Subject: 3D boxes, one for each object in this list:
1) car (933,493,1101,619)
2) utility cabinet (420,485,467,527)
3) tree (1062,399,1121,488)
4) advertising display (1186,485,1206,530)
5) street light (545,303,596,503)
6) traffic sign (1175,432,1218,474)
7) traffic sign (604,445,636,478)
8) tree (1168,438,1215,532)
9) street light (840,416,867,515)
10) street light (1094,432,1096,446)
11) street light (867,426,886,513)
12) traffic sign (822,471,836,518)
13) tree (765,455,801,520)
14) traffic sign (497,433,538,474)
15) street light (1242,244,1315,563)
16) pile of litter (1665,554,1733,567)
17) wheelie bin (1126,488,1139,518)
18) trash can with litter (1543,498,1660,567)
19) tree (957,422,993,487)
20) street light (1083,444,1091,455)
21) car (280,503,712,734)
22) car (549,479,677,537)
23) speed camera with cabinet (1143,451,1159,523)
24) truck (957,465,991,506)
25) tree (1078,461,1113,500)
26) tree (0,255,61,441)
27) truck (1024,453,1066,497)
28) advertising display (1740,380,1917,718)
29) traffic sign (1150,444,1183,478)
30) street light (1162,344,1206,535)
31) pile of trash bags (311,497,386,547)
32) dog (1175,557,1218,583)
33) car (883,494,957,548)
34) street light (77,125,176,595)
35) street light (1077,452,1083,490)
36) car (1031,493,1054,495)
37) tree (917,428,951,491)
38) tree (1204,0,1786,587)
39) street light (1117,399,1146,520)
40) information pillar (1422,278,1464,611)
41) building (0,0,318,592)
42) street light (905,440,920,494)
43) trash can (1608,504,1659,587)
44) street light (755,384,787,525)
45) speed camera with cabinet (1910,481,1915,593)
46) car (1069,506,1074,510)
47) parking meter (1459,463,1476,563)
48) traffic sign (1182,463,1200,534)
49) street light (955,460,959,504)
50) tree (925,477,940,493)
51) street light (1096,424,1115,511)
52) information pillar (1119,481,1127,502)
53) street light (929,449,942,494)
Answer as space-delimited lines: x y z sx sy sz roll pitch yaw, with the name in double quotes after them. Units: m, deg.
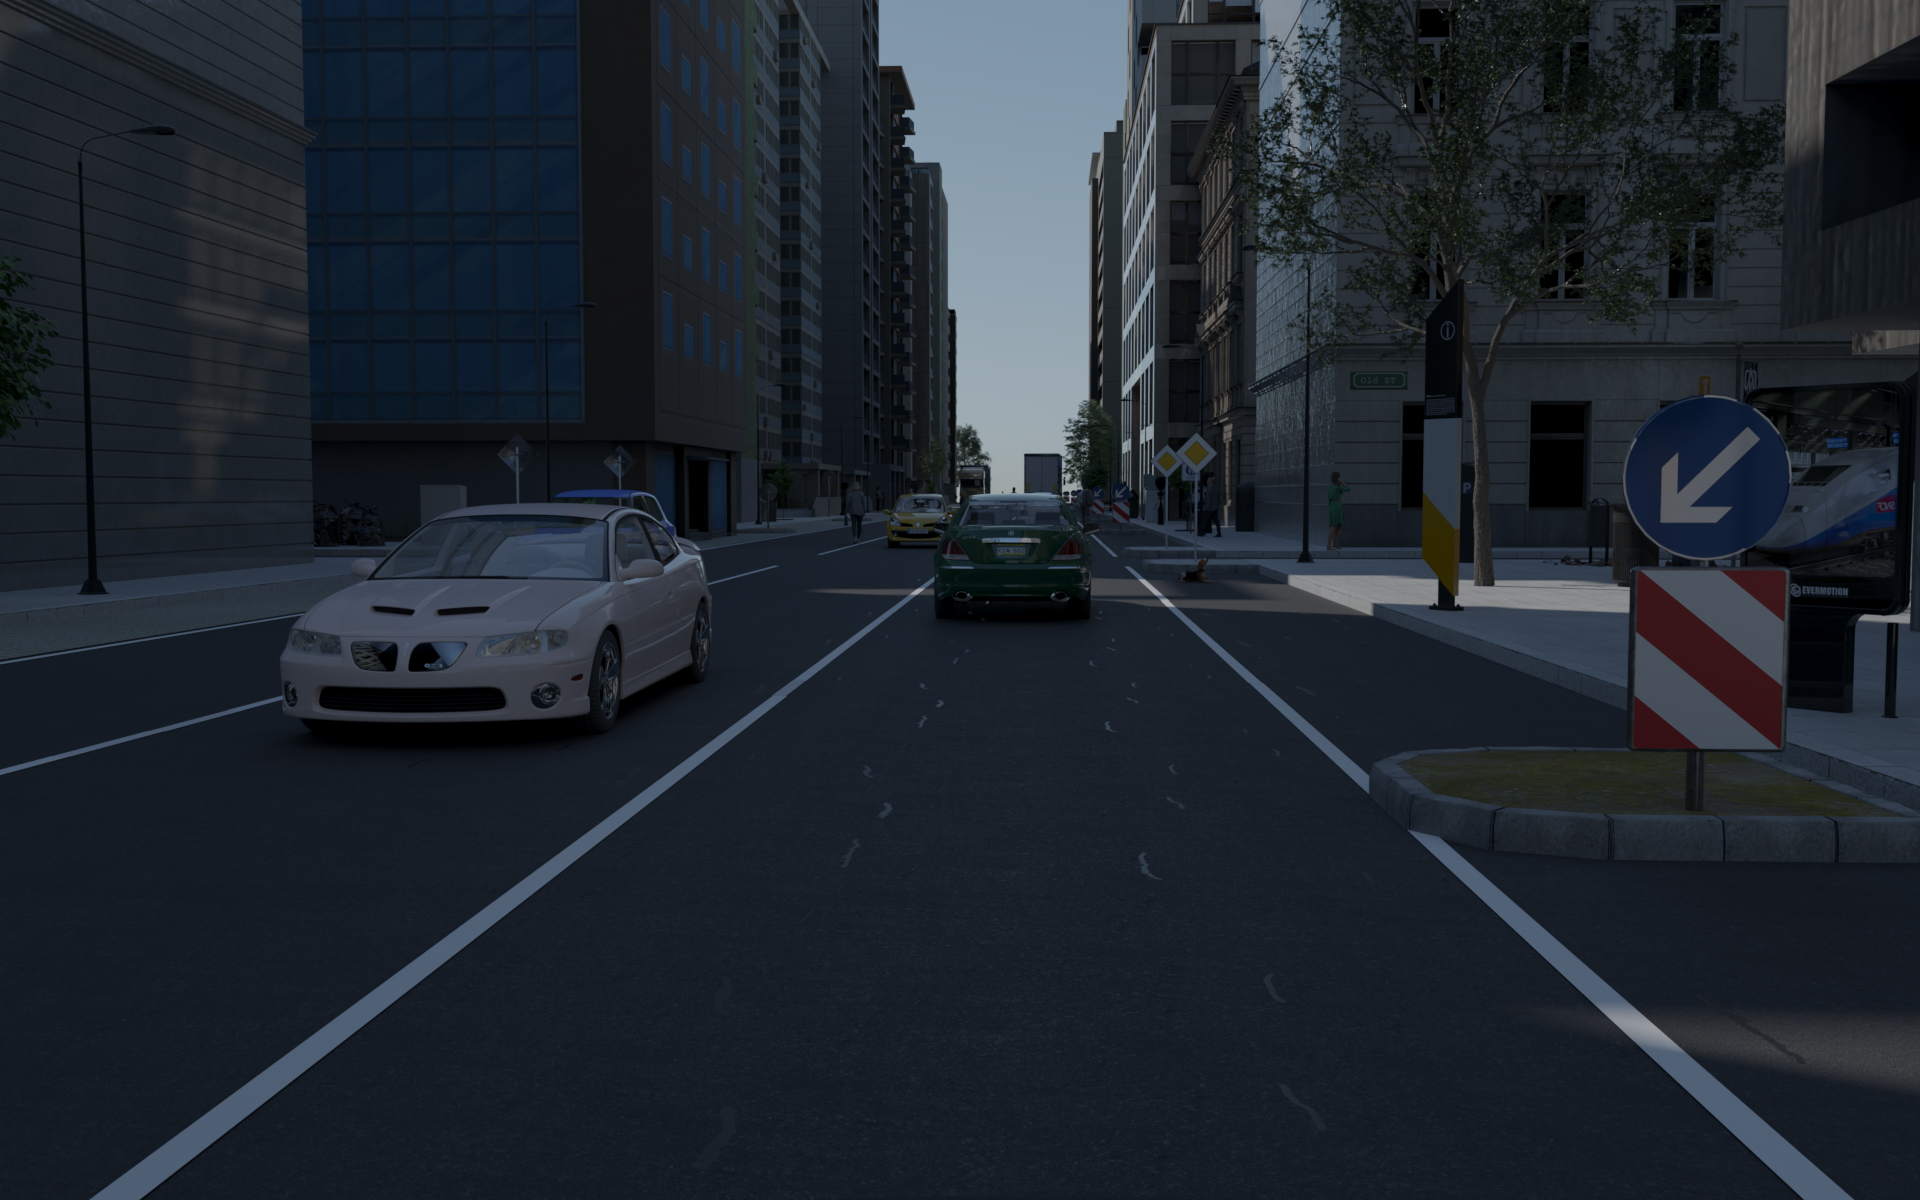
0.686 -0.586 21.384 2.131 1.459 4.920 0 4 3 "car"
-12.848 -2.108 43.142 1.173 1.500 0.318 1 4 21 "utility cabinet"
15.813 -17.672 207.060 7.486 12.596 7.792 0 3 0 "tree"
8.650 -3.512 62.635 0.974 1.923 0.123 0 4 -2 "advertising display"
-9.510 -4.258 42.167 1.470 5.913 1.316 0 4 3 "street light"
4.468 -1.862 32.627 0.795 2.593 0.064 0 4 3 "traffic sign"
-8.110 -2.390 41.269 0.795 2.593 0.064 0 4 3 "traffic sign"
7.771 -3.981 59.684 1.663 3.219 1.824 0 3 0 "tree"
-6.535 -8.021 103.687 1.470 5.913 1.316 0 4 3 "street light"
10.763 -9.622 129.857 1.470 5.913 1.316 0 4 3 "street light"
-5.734 -8.874 117.627 1.470 5.913 1.316 0 4 3 "street light"
-7.156 -5.776 94.544 0.768 2.556 0.104 1 4 11 "traffic sign"
-8.782 -5.566 85.598 1.663 3.219 1.824 0 3 0 "tree"
-8.509 -1.902 33.294 0.795 2.593 0.064 0 4 3 "traffic sign"
5.931 -3.654 32.290 1.470 5.913 1.316 0 4 3 "street light"
11.509 -0.807 27.164 1.176 0.858 1.719 -1 4 -12 "pile of litter"
9.090 -5.103 91.337 0.693 1.594 0.980 0 4 2 "wheelie bin"
11.453 -1.244 31.399 1.678 1.210 2.233 -1 4 -13 "trash can with litter"
0.772 -21.958 276.020 9.611 12.733 9.660 0 3 0 "tree"
12.419 -11.524 160.954 1.470 5.913 1.316 0 4 3 "street light"
-2.943 0.028 11.907 2.083 1.381 4.827 0 4 3 "car"
-5.215 -0.938 24.921 1.945 1.707 3.694 0 4 4 "car"
8.713 -5.171 78.887 0.660 3.252 2.038 0 4 3 "speed camera with cabinet"
1.464 -11.013 168.970 2.839 4.237 11.283 0 4 4 "truck"
13.575 -11.558 172.681 4.285 4.588 4.351 0 3 0 "tree"
-11.543 -2.136 18.646 4.285 4.588 4.351 0 3 0 "tree"
6.069 -8.289 124.442 2.839 4.237 11.283 0 4 5 "truck"
5.098 -0.307 10.232 0.123 1.923 0.974 -2 4 -35 "advertising display"
4.867 -2.349 40.602 0.795 2.593 0.064 0 4 3 "traffic sign"
6.968 -4.969 53.786 1.470 5.913 1.316 0 4 3 "street light"
-15.946 -2.000 42.450 3.447 1.369 1.912 -2 4 -26 "pile of trash bags"
3.841 -0.489 28.186 0.550 0.427 0.748 -1 4 -13 "dog"
-1.067 -2.268 47.307 2.015 1.641 3.980 0 4 1 "car"
-10.557 -3.023 21.961 1.470 5.913 1.316 0 4 3 "street light"
13.936 -13.409 191.780 1.470 5.913 1.316 0 4 3 "street light"
3.953 -4.502 83.193 1.945 1.707 3.694 0 4 5 "car"
-2.705 -14.884 193.710 4.737 8.622 4.395 0 3 0 "tree"
7.429 -5.489 24.151 8.767 10.594 7.601 1 4 16 "tree"
8.515 -6.855 84.624 1.470 5.913 1.316 0 4 3 "street light"
5.330 -1.697 19.095 0.183 3.616 0.504 -2 4 -31 "information pillar"
-27.009 -15.244 26.734 29.804 29.767 11.434 0 4 3 "building"
-4.152 -10.819 149.438 1.470 5.913 1.316 0 4 3 "street light"
9.364 -0.754 23.987 0.748 1.137 0.748 0 3 0 "trash can"
-7.964 -6.140 72.924 1.470 5.913 1.316 0 4 3 "street light"
13.293 -1.720 22.459 2.038 3.252 0.660 -1 4 -16 "speed camera with cabinet"
2.919 -2.913 59.981 2.083 1.381 4.827 0 4 3 "car"
9.508 -1.622 32.228 0.255 1.863 0.399 -3 5 -41 "parking meter"
7.421 -3.272 55.627 0.606 2.300 0.079 1 4 9 "traffic sign"
0.029 -15.910 232.662 1.470 5.913 1.316 0 4 3 "street light"
-3.071 -12.542 199.664 1.663 3.219 1.824 0 3 0 "tree"
10.020 -8.738 115.411 1.470 5.913 1.316 0 4 3 "street light"
9.450 -5.865 100.390 0.304 2.012 0.304 3 5 40 "information pillar"
-2.596 -12.711 180.373 1.470 5.913 1.316 0 4 3 "street light"
